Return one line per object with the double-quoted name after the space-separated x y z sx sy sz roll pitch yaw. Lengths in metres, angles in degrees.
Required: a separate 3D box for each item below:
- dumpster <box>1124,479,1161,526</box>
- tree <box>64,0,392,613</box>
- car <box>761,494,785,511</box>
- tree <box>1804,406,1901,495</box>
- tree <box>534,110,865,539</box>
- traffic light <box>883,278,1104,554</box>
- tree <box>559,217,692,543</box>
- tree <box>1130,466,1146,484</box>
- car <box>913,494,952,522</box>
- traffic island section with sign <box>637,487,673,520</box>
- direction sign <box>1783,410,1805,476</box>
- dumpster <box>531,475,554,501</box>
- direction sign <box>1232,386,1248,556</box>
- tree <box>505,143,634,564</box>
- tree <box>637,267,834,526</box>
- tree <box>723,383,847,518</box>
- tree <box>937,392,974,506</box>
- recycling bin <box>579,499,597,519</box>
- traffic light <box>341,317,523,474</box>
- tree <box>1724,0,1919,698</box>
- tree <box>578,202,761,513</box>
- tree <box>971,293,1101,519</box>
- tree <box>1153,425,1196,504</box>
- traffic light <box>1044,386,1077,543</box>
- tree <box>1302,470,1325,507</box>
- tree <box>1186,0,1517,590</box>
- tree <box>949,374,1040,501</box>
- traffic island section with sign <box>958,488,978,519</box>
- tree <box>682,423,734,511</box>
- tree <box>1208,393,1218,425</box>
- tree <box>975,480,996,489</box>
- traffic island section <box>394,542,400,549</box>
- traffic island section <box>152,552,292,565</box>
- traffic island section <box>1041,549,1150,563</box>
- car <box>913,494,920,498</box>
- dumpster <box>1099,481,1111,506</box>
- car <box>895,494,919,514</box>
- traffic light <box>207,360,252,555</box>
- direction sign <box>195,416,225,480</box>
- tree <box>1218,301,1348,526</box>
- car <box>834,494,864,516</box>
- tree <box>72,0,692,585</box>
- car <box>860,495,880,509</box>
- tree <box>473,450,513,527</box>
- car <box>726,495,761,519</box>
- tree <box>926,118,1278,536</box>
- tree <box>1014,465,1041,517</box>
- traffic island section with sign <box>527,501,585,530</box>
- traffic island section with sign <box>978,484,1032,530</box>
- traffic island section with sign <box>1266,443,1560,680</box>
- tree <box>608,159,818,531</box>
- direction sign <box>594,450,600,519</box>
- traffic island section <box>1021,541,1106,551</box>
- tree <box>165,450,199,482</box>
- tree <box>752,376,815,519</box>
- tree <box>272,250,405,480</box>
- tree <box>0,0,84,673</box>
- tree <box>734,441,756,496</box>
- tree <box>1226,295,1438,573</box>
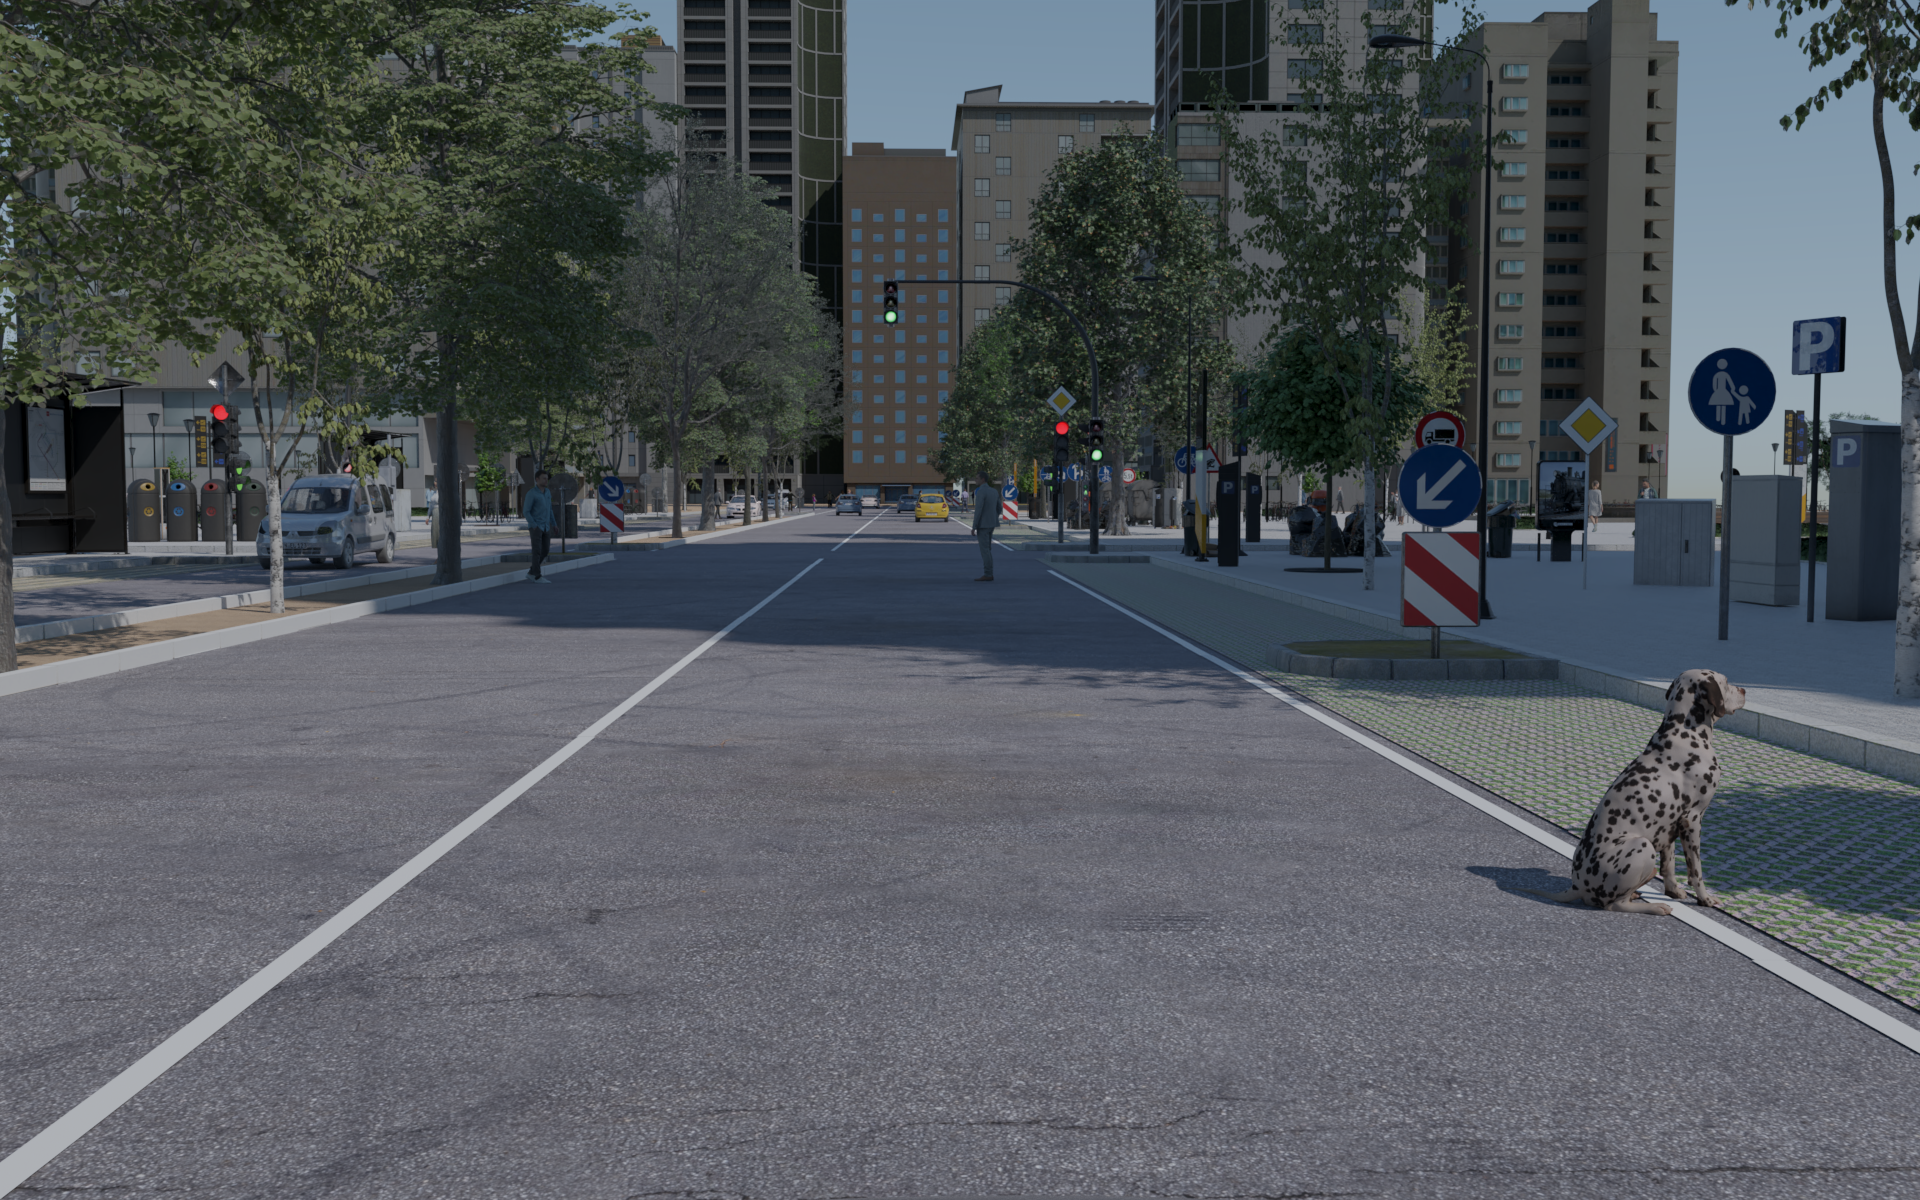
7.366 -3.886 69.287 1.264 1.857 1.865 0 4 -2 "dumpster"
-8.125 -4.124 20.242 4.737 8.622 4.395 0 3 0 "tree"
-16.251 -8.470 150.480 2.014 1.417 4.499 0 4 -1 "car"
58.872 -9.028 110.517 11.467 7.101 20.602 0 4 -3 "tree"
-9.100 -8.719 55.383 12.009 13.543 11.850 0 3 0 "tree"
0.760 -3.800 36.803 4.771 5.953 1.251 0 4 -2 "traffic light"
-9.170 -5.690 45.857 4.360 8.622 3.978 0 3 0 "tree"
12.305 -7.666 119.946 1.663 3.219 1.824 0 3 0 "tree"
-1.431 -4.805 88.785 2.015 1.641 3.980 0 3 0 "car"
-16.951 -5.403 96.959 1.989 1.847 2.006 0 4 -2 "traffic island section with sign"
22.458 -3.346 46.700 0.876 3.537 0.379 -2 4 -33 "direction sign"
-20.682 -5.176 87.119 1.502 2.255 1.985 0 4 -2 "dumpster"
5.785 -2.681 35.839 0.379 3.537 0.876 -1 4 -10 "direction sign"
-8.506 -5.021 34.907 4.737 8.622 4.395 0 3 0 "tree"
-9.401 -9.096 76.934 9.928 11.665 9.643 0 3 0 "tree"
-10.853 -10.171 103.172 8.767 10.594 7.601 0 4 -2 "tree"
0.941 -16.163 182.384 7.486 12.596 7.792 0 3 0 "tree"
-19.537 -4.797 90.988 0.722 1.027 0.722 1 4 9 "recycling bin"
-13.558 -4.272 44.520 4.771 5.953 1.251 0 4 -2 "traffic light"
6.047 -3.675 10.456 4.360 8.622 3.978 0 3 0 "tree"
-20.920 -15.870 115.360 12.611 20.169 13.585 0 3 0 "tree"
4.168 -10.027 89.693 9.928 11.665 9.643 0 3 0 "tree"
13.649 -9.552 106.534 4.360 8.622 3.978 0 3 0 "tree"
2.607 -3.429 44.988 0.839 4.253 0.868 0 4 -2 "traffic light"
22.759 -7.249 113.124 1.663 3.219 1.824 0 3 0 "tree"
5.228 -4.437 22.909 4.737 8.622 4.395 0 3 0 "tree"
3.417 -13.216 122.734 9.857 13.997 8.962 0 3 0 "tree"
1.026 -5.505 98.638 1.989 1.847 2.006 0 4 -2 "traffic island section with sign"
-20.076 -10.837 127.546 4.737 8.622 4.395 0 3 0 "tree"
11.981 -7.341 70.385 4.360 8.622 3.978 0 3 0 "tree"
2.052 -8.782 138.190 1.663 3.219 1.824 0 3 0 "tree"
-15.686 -1.362 44.555 2.009 0.180 2.903 0 4 -2 "traffic island section"
-15.444 -0.874 36.574 2.009 0.180 2.903 0 4 -2 "traffic island section"
2.889 -0.908 37.122 2.009 0.180 2.903 0 4 -2 "traffic island section"
-4.339 -9.871 171.183 2.009 1.686 4.222 0 4 0 "car"
6.659 -4.211 74.601 1.264 1.857 1.865 0 4 -2 "dumpster"
-3.754 -7.061 127.443 2.014 1.417 4.499 0 4 -2 "car"
-15.404 -2.906 36.440 0.839 4.253 0.868 0 4 -2 "traffic light"
-21.822 -3.574 50.435 0.379 3.537 0.876 3 4 36 "direction sign"
12.374 -6.958 64.119 4.360 8.622 3.978 0 3 0 "tree"
-7.397 -6.324 115.396 2.014 1.417 4.499 0 4 -3 "car"
-8.184 -6.531 27.373 7.486 12.596 7.792 0 3 0 "tree"
-8.740 -9.494 167.581 2.083 1.381 4.827 0 4 0 "car"
-18.827 -4.527 68.622 1.663 3.219 1.824 0 3 0 "tree"
-12.851 -5.543 102.995 2.083 1.381 4.827 0 4 -4 "car"
4.912 -8.338 53.333 9.611 12.733 9.660 0 3 0 "tree"
3.872 -6.205 96.057 1.663 3.219 1.824 0 3 0 "tree"
-16.111 -3.709 69.274 1.989 1.847 2.006 0 4 -2 "traffic island section with sign"
1.885 -3.782 70.469 1.989 1.847 2.006 0 4 -2 "traffic island section with sign"
3.590 -0.341 14.198 1.989 1.847 2.006 0 4 -2 "traffic island section with sign"
-9.819 -9.649 66.872 9.857 13.997 8.962 0 3 0 "tree"
-18.765 -5.977 89.714 0.379 3.537 0.876 -2 4 -29 "direction sign"
2.647 -1.396 45.104 2.009 0.180 2.903 0 4 -2 "traffic island section"
-34.984 -5.034 76.908 1.663 3.219 1.824 0 3 0 "tree"
-9.984 -8.778 96.334 4.360 8.622 3.978 0 3 0 "tree"
-18.320 -6.149 50.897 4.360 8.622 3.978 0 3 0 "tree"
-7.729 -5.689 13.601 7.486 12.596 7.792 0 3 0 "tree"
-21.729 -13.384 169.183 4.737 8.622 4.395 0 3 0 "tree"
6.151 -2.746 28.615 4.285 4.588 4.351 0 3 0 "tree"
